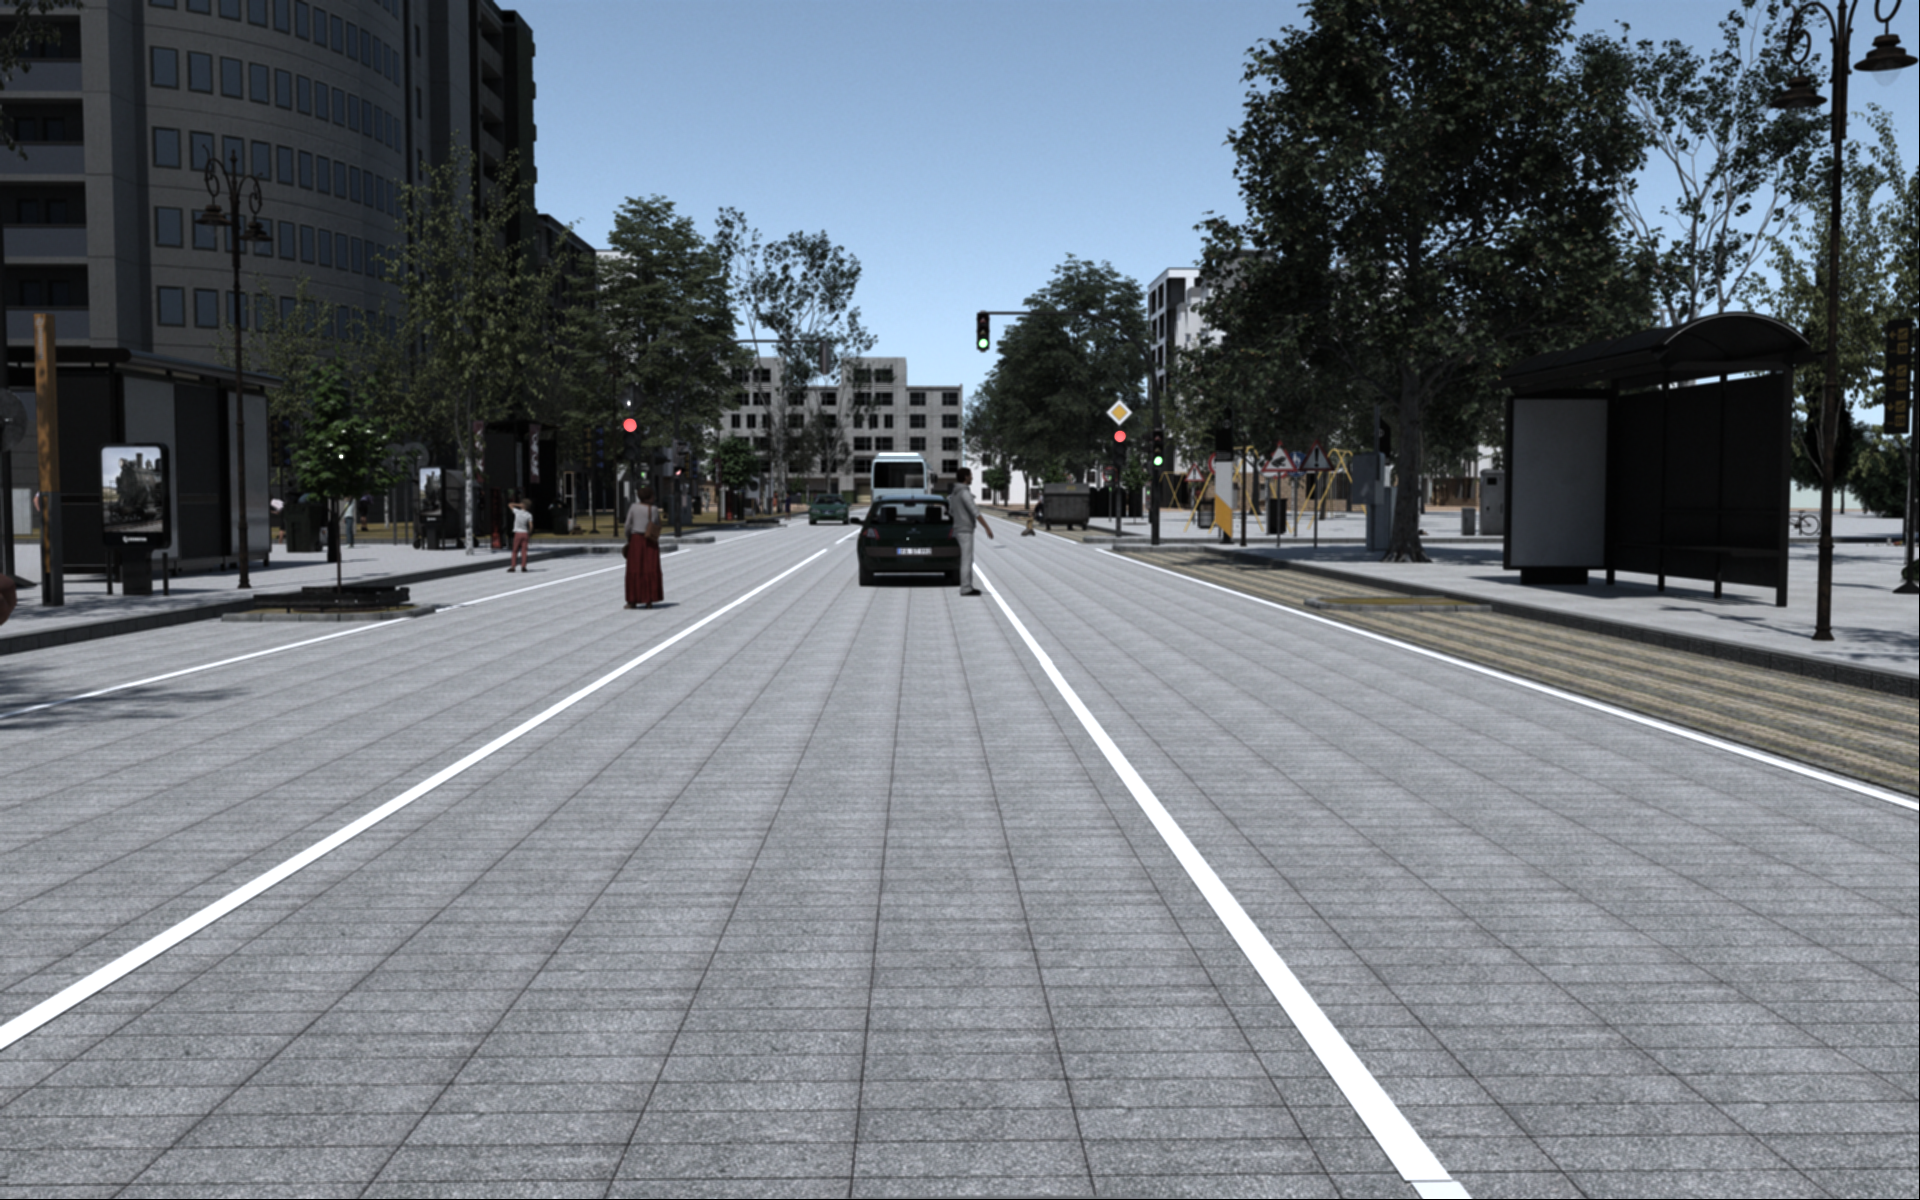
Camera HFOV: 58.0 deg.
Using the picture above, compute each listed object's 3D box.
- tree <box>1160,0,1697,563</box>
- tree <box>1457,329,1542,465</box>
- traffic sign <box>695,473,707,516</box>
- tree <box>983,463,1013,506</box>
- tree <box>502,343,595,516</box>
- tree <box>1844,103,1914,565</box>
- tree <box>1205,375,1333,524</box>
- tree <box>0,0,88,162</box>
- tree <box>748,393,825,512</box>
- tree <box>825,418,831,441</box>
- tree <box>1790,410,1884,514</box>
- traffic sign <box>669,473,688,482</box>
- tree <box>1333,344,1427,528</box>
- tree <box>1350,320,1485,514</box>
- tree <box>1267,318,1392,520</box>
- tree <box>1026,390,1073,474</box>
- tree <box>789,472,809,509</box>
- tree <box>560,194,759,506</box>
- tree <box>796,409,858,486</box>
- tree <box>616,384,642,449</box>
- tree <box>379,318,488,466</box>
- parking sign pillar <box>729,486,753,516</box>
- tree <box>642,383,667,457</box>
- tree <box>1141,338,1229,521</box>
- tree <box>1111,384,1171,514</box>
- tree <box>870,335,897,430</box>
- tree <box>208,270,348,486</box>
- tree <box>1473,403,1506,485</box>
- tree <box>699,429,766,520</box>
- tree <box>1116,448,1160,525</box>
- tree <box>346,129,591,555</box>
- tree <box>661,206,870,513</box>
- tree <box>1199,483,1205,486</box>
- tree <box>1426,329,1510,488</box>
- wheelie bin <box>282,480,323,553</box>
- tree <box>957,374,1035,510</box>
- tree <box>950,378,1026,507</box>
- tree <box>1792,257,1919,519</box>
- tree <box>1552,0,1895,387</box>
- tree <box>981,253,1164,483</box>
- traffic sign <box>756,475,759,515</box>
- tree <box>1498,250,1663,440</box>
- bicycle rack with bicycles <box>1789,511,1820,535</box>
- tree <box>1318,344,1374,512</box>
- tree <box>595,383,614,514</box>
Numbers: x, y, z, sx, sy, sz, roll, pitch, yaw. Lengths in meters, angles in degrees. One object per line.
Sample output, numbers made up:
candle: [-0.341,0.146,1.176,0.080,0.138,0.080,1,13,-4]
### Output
tree: [8.532,-7.052,32.313,9.611,12.733,9.660,0,3,0]
tree: [29.621,-10.255,93.431,9.928,11.665,9.643,0,3,0]
traffic sign: [-15.408,-6.291,102.966,0.768,2.556,0.104,0,4,5]
tree: [4.025,-12.160,182.534,4.285,4.588,4.351,0,3,0]
tree: [-19.946,-8.146,83.548,4.360,8.622,3.978,0,3,0]
tree: [16.980,-4.944,31.201,4.737,8.622,4.395,0,3,0]
tree: [13.348,-7.592,74.486,4.360,8.622,3.978,0,3,0]
tree: [-10.439,-4.010,15.921,4.360,8.622,3.978,0,3,0]
tree: [-12.928,-10.734,125.862,4.360,8.622,3.978,0,3,0]
tree: [-12.785,-11.739,142.292,4.360,8.622,3.978,0,3,0]
tree: [54.663,-9.215,113.563,11.467,7.101,20.602,1,4,20]
traffic sign: [-12.786,-4.804,78.554,0.884,2.594,0.081,0,4,5]
tree: [17.387,-7.091,66.296,4.360,8.622,3.978,0,3,0]
tree: [29.309,-12.416,109.657,9.857,13.997,8.962,0,3,0]
tree: [18.101,-9.188,84.634,7.601,10.594,8.767,1,4,12]
tree: [5.726,-9.799,110.583,4.737,8.622,4.395,0,3,0]
tree: [-13.916,-9.415,148.542,1.663,3.219,1.824,0,3,0]
tree: [-11.458,-9.055,66.176,7.486,12.596,7.792,0,3,0]
tree: [-14.723,-15.600,189.475,7.601,10.594,8.767,0,4,-4]
tree: [-21.529,-9.228,101.243,4.360,8.622,3.978,0,3,0]
tree: [-22.259,-7.482,72.691,4.360,8.622,3.978,0,3,0]
parking sign pillar: [-12.638,-6.801,99.669,1.447,3.967,1.447,-1,4,-19]
tree: [-20.031,-9.533,106.221,4.360,8.622,3.978,0,3,0]
tree: [10.717,-7.993,81.055,4.737,8.622,4.395,0,3,0]
tree: [11.809,-9.890,112.068,4.360,8.622,3.978,0,3,0]
tree: [-12.771,-19.555,175.607,12.611,20.169,13.585,0,3,0]
tree: [-21.838,-6.463,56.031,4.737,8.622,4.395,0,3,0]
tree: [26.310,-8.115,83.046,4.737,8.622,4.395,0,3,0]
tree: [-11.346,-6.324,87.116,4.285,4.588,4.351,0,3,0]
tree: [7.272,-4.793,72.959,1.663,3.219,1.824,0,3,0]
tree: [-10.077,-5.249,36.184,4.737,8.622,4.395,0,3,0]
tree: [-13.196,-15.872,115.403,12.611,20.169,13.585,0,3,0]
tree: [17.882,-10.265,118.194,4.360,8.622,3.978,0,3,0]
tree: [17.670,-6.495,56.553,4.360,8.622,3.978,0,3,0]
wheelie bin: [-14.446,-1.847,38.105,0.980,1.594,0.693,0,4,7]
tree: [5.254,-13.034,138.860,9.928,11.665,9.643,0,3,0]
tree: [4.530,-15.834,169.252,12.009,13.543,11.850,0,3,0]
tree: [54.744,-11.899,96.370,18.604,14.587,13.155,-3,5,-40]
tree: [27.795,-12.636,62.493,12.611,20.169,13.585,0,3,0]
tree: [6.509,-11.413,93.250,9.857,13.997,8.962,0,3,0]
traffic sign: [-12.511,-6.507,106.489,0.768,2.556,0.104,0,4,0]
tree: [27.050,-9.571,74.618,7.486,12.596,7.792,0,3,0]
bicycle rack with bicycles: [24.999,-2.506,54.357,2.852,0.926,2.925,-3,5,-39]
tree: [27.118,-12.450,121.679,7.486,12.596,7.792,0,3,0]
tree: [-20.767,-8.552,90.183,4.360,8.622,3.978,0,3,0]
